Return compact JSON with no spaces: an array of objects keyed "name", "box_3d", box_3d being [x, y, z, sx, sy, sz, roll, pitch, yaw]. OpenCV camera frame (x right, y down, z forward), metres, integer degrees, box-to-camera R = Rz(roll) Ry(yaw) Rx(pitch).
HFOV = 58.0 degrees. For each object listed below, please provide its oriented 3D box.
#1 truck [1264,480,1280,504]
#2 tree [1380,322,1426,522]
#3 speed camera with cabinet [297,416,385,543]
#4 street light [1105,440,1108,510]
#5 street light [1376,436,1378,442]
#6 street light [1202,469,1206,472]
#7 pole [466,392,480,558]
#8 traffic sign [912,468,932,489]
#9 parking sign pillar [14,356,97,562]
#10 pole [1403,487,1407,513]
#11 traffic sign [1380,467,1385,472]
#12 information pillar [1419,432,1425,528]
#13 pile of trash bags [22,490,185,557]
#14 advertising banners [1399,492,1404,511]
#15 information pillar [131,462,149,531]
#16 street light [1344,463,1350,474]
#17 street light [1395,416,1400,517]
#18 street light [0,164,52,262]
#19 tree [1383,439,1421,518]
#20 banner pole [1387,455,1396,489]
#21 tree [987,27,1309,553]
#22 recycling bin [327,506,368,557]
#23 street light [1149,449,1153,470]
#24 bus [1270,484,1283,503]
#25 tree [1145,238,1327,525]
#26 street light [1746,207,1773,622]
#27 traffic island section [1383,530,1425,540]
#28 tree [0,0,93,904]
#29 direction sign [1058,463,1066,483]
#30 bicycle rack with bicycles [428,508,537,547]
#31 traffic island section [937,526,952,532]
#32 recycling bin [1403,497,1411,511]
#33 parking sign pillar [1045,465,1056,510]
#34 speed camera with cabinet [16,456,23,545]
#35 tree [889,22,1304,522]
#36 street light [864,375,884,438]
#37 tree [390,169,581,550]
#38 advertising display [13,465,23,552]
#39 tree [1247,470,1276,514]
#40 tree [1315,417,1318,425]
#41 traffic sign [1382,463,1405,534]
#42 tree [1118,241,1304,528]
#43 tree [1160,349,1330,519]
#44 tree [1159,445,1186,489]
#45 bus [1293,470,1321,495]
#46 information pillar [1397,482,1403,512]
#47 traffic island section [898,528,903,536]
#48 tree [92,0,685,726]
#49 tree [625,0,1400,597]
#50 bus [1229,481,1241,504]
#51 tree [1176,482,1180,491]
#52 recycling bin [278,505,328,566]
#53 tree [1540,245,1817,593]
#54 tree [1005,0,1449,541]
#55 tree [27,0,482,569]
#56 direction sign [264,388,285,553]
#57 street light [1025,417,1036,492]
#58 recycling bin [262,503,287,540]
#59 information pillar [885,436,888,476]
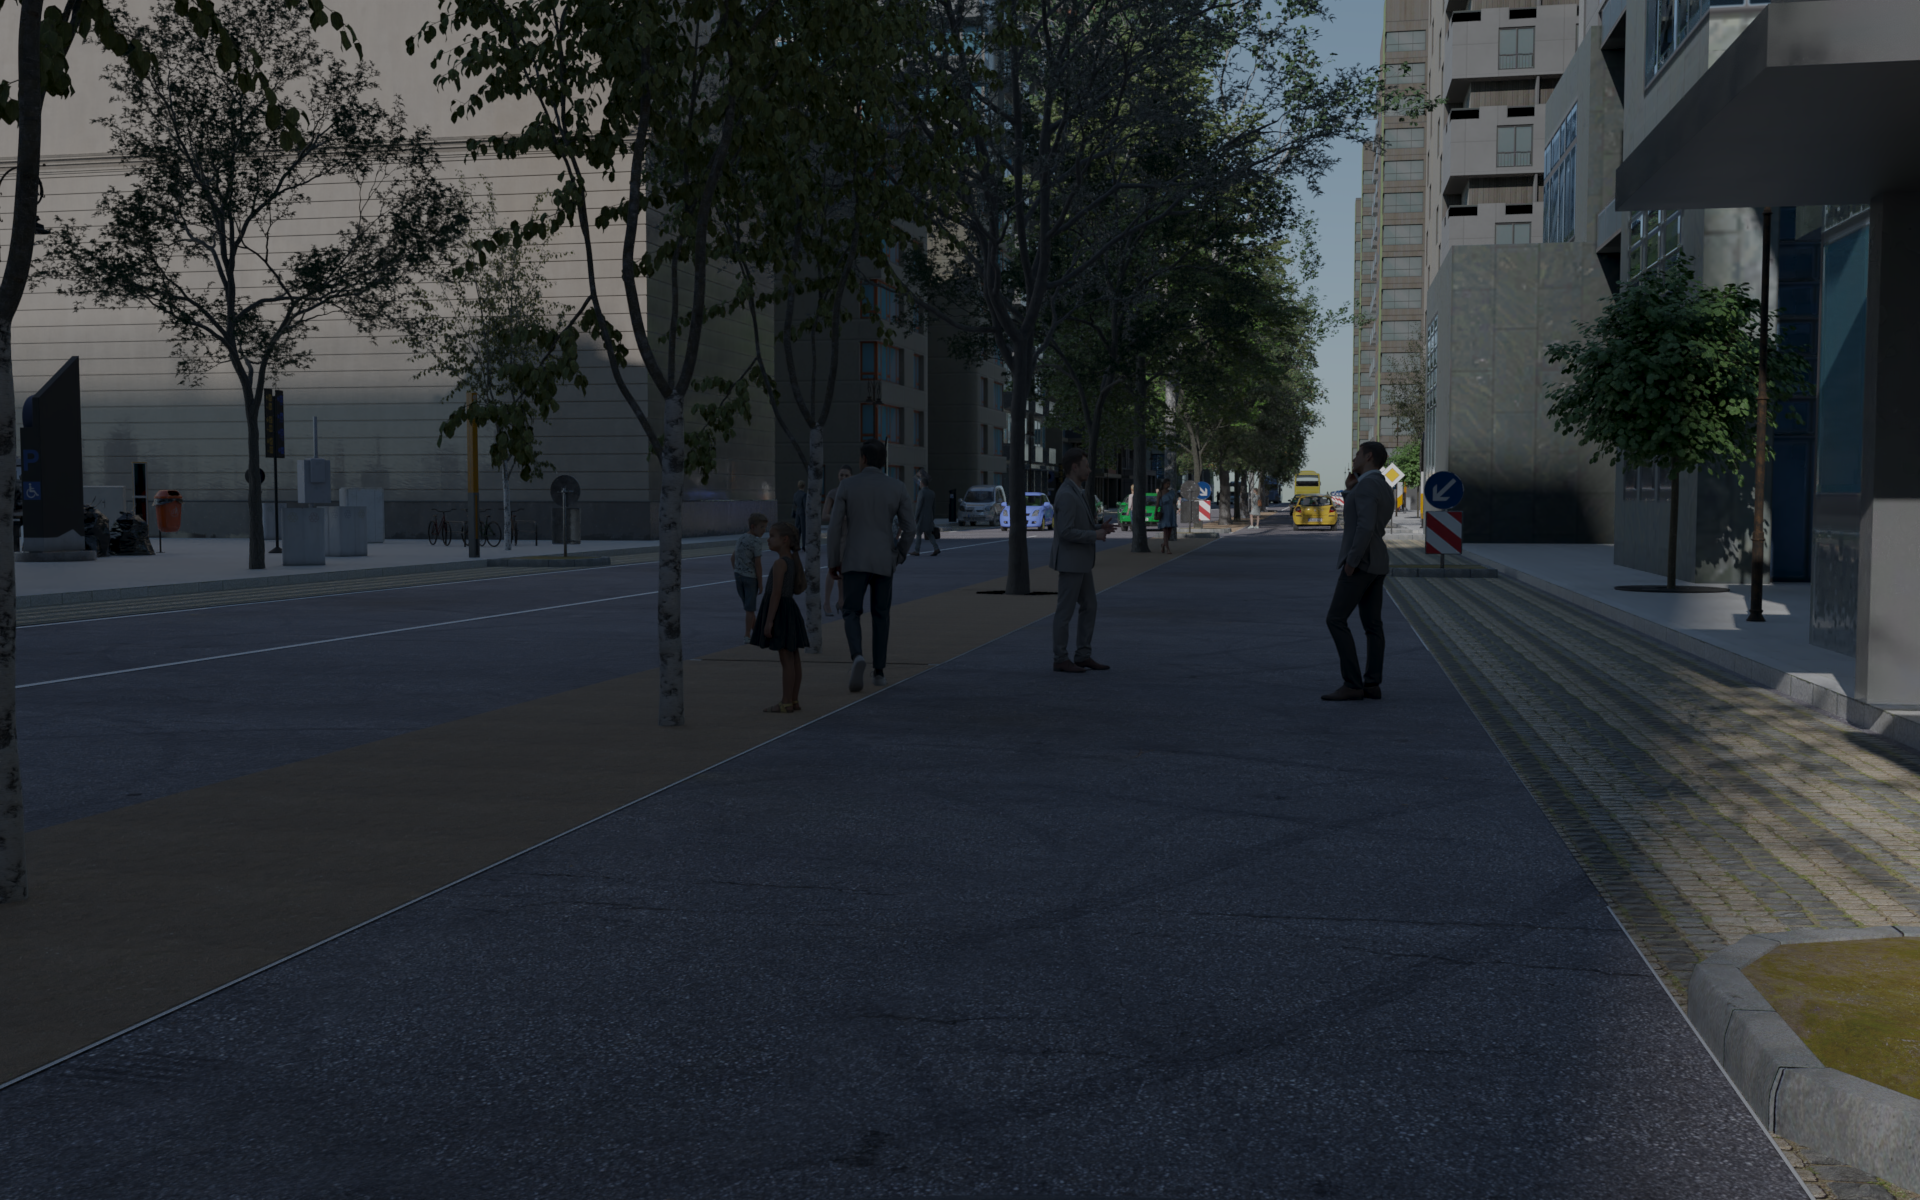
[{"name":"truck","box_3d":[47.312,-16.757,263.727,2.967,4.110,18.799,1,4,11]},{"name":"tree","box_3d":[19.687,-7.434,71.909,4.360,8.622,3.978,0,3,0]},{"name":"speed camera with cabinet","box_3d":[-16.007,-3.085,44.776,2.038,3.252,0.660,-3,4,-39]},{"name":"street light","box_3d":[12.103,-10.365,142.249,0.468,5.910,1.993,1,4,12]},{"name":"street light","box_3d":[32.463,-9.920,134.982,0.468,5.910,1.993,1,4,12]},{"name":"street light","box_3d":[36.824,-17.655,261.449,0.468,5.910,1.993,1,4,12]},{"name":"pole","box_3d":[-9.808,-2.510,34.880,0.158,3.312,0.155,0,3,0]},{"name":"traffic sign","box_3d":[-1.459,-3.856,66.695,0.795,2.450,0.064,1,4,12]},{"name":"parking sign pillar","box_3d":[-17.422,-2.737,33.227,1.447,3.967,1.447,0,4,6]},{"name":"pole","box_3d":[29.504,-7.397,114.777,0.158,3.312,0.155,0,3,0]},{"name":"traffic sign","box_3d":[15.425,-3.642,63.193,0.795,2.450,0.064,1,4,12]},{"name":"information pillar","box_3d":[17.290,-4.484,64.672,0.183,3.616,0.504,1,4,22]},{"name":"pile of trash bags","box_3d":[-17.768,-1.630,36.405,1.912,1.369,3.447,1,4,22]},{"name":"advertising banners","box_3d":[33.768,-8.364,132.935,0.090,3.025,2.074,0,4,-2]},{"name":"information pillar","box_3d":[-18.823,-2.158,39.773,0.304,2.012,0.304,-2,4,-29]},{"name":"street light","box_3d":[57.064,-17.224,254.400,0.468,5.910,1.993,1,4,12]},{"name":"street light","box_3d":[24.803,-7.674,98.260,0.468,5.910,1.993,1,4,12]},{"name":"street light","box_3d":[-12.646,-3.056,22.761,0.468,5.910,1.993,1,4,12]},{"name":"tree","box_3d":[24.438,-6.621,91.965,4.285,4.588,4.351,0,3,0]},{"name":"banner pole","box_3d":[27.710,-7.423,111.375,0.401,3.779,0.863,-3,5,-43]},{"name":"tree","box_3d":[4.413,-7.398,41.541,7.486,12.596,7.792,0,3,0]},{"name":"recycling bin","box_3d":[-12.754,-1.420,35.764,0.722,1.027,0.722,2,4,27]},{"name":"street light","box_3d":[19.799,-12.633,179.341,0.468,5.910,1.993,1,4,12]},{"name":"bus","box_3d":[52.162,-17.911,287.703,2.948,3.499,13.247,1,4,12]},{"name":"tree","box_3d":[12.227,-10.410,79.310,9.857,13.997,8.962,0,3,0]},{"name":"street light","box_3d":[8.026,-2.722,17.287,0.468,5.910,1.993,1,4,12]},{"name":"traffic island section","box_3d":[13.831,-2.028,55.445,2.009,0.180,2.903,1,4,12]},{"name":"tree","box_3d":[-3.355,-3.256,6.059,4.737,8.622,4.395,0,3,0]},{"name":"direction sign","box_3d":[7.674,-8.287,127.489,0.876,3.537,0.379,0,4,-7]},{"name":"bicycle rack with bicycles","box_3d":[-11.715,-1.806,42.902,2.852,0.926,2.925,-2,4,-30]},{"name":"traffic island section","box_3d":[-1.483,-2.721,66.762,2.009,0.180,2.903,1,4,12]},{"name":"recycling bin","box_3d":[34.582,-7.483,134.897,0.722,1.027,0.722,-2,4,-28]},{"name":"parking sign pillar","box_3d":[7.124,-9.320,140.849,1.447,3.967,1.447,-2,4,-25]},{"name":"speed camera with cabinet","box_3d":[-22.455,-2.901,41.763,2.038,3.252,0.660,2,4,28]},{"name":"tree","box_3d":[2.475,-5.954,34.212,8.767,10.594,7.601,1,4,12]},{"name":"street light","box_3d":[-3.334,-5.782,67.328,0.468,5.910,1.993,1,4,12]},{"name":"tree","box_3d":[-10.436,-5.434,39.203,4.360,8.622,3.978,0,3,0]},{"name":"advertising display","box_3d":[-20.947,-2.015,38.159,0.974,1.923,0.123,-2,4,-29]},{"name":"tree","box_3d":[17.920,-9.415,106.762,4.360,8.622,3.978,0,3,0]},{"name":"tree","box_3d":[21.583,-11.529,125.374,8.767,10.594,7.601,1,4,12]},{"name":"traffic sign","box_3d":[13.806,-3.164,55.373,0.795,2.450,0.064,1,4,12]},{"name":"tree","box_3d":[9.344,-8.574,68.394,9.928,11.665,9.643,0,3,0]},{"name":"tree","box_3d":[16.400,-11.025,99.729,9.611,12.733,9.660,0,3,0]},{"name":"tree","box_3d":[26.898,-16.255,216.138,4.737,8.622,4.395,0,3,0]},{"name":"bus","box_3d":[36.097,-11.531,180.083,2.896,3.916,12.252,1,4,11]},{"name":"information pillar","box_3d":[30.826,-7.964,121.566,0.504,3.616,0.183,3,4,38]},{"name":"traffic island section","box_3d":[-3.102,-2.242,58.942,2.009,0.180,2.903,1,4,12]},{"name":"tree","box_3d":[-1.772,-3.538,10.663,4.737,8.622,4.395,0,3,0]},{"name":"tree","box_3d":[0.823,-6.822,24.367,12.009,13.543,11.850,0,3,0]},{"name":"bus","box_3d":[38.842,-15.176,242.985,2.948,3.499,13.247,1,4,10]},{"name":"tree","box_3d":[27.500,-13.938,222.482,1.663,3.219,1.824,0,3,0]},{"name":"recycling bin","box_3d":[-11.887,-1.149,31.344,0.722,1.027,0.722,-1,4,-22]},{"name":"tree","box_3d":[9.518,-2.396,22.894,4.285,4.588,4.351,0,3,0]},{"name":"tree","box_3d":[7.417,-11.787,51.058,12.611,20.169,13.585,0,3,0]},{"name":"tree","box_3d":[-11.945,-5.826,29.669,8.767,10.594,7.601,1,4,11]},{"name":"direction sign","box_3d":[-14.822,-2.783,37.507,0.379,3.537,0.876,0,4,3]},{"name":"street light","box_3d":[4.221,-8.030,104.072,0.468,5.910,1.993,1,4,12]},{"name":"recycling bin","box_3d":[-19.420,-2.208,48.656,0.722,1.027,0.722,2,4,35]},{"name":"information pillar","box_3d":[-2.984,-4.820,70.163,0.183,3.616,0.504,0,4,4]}]
